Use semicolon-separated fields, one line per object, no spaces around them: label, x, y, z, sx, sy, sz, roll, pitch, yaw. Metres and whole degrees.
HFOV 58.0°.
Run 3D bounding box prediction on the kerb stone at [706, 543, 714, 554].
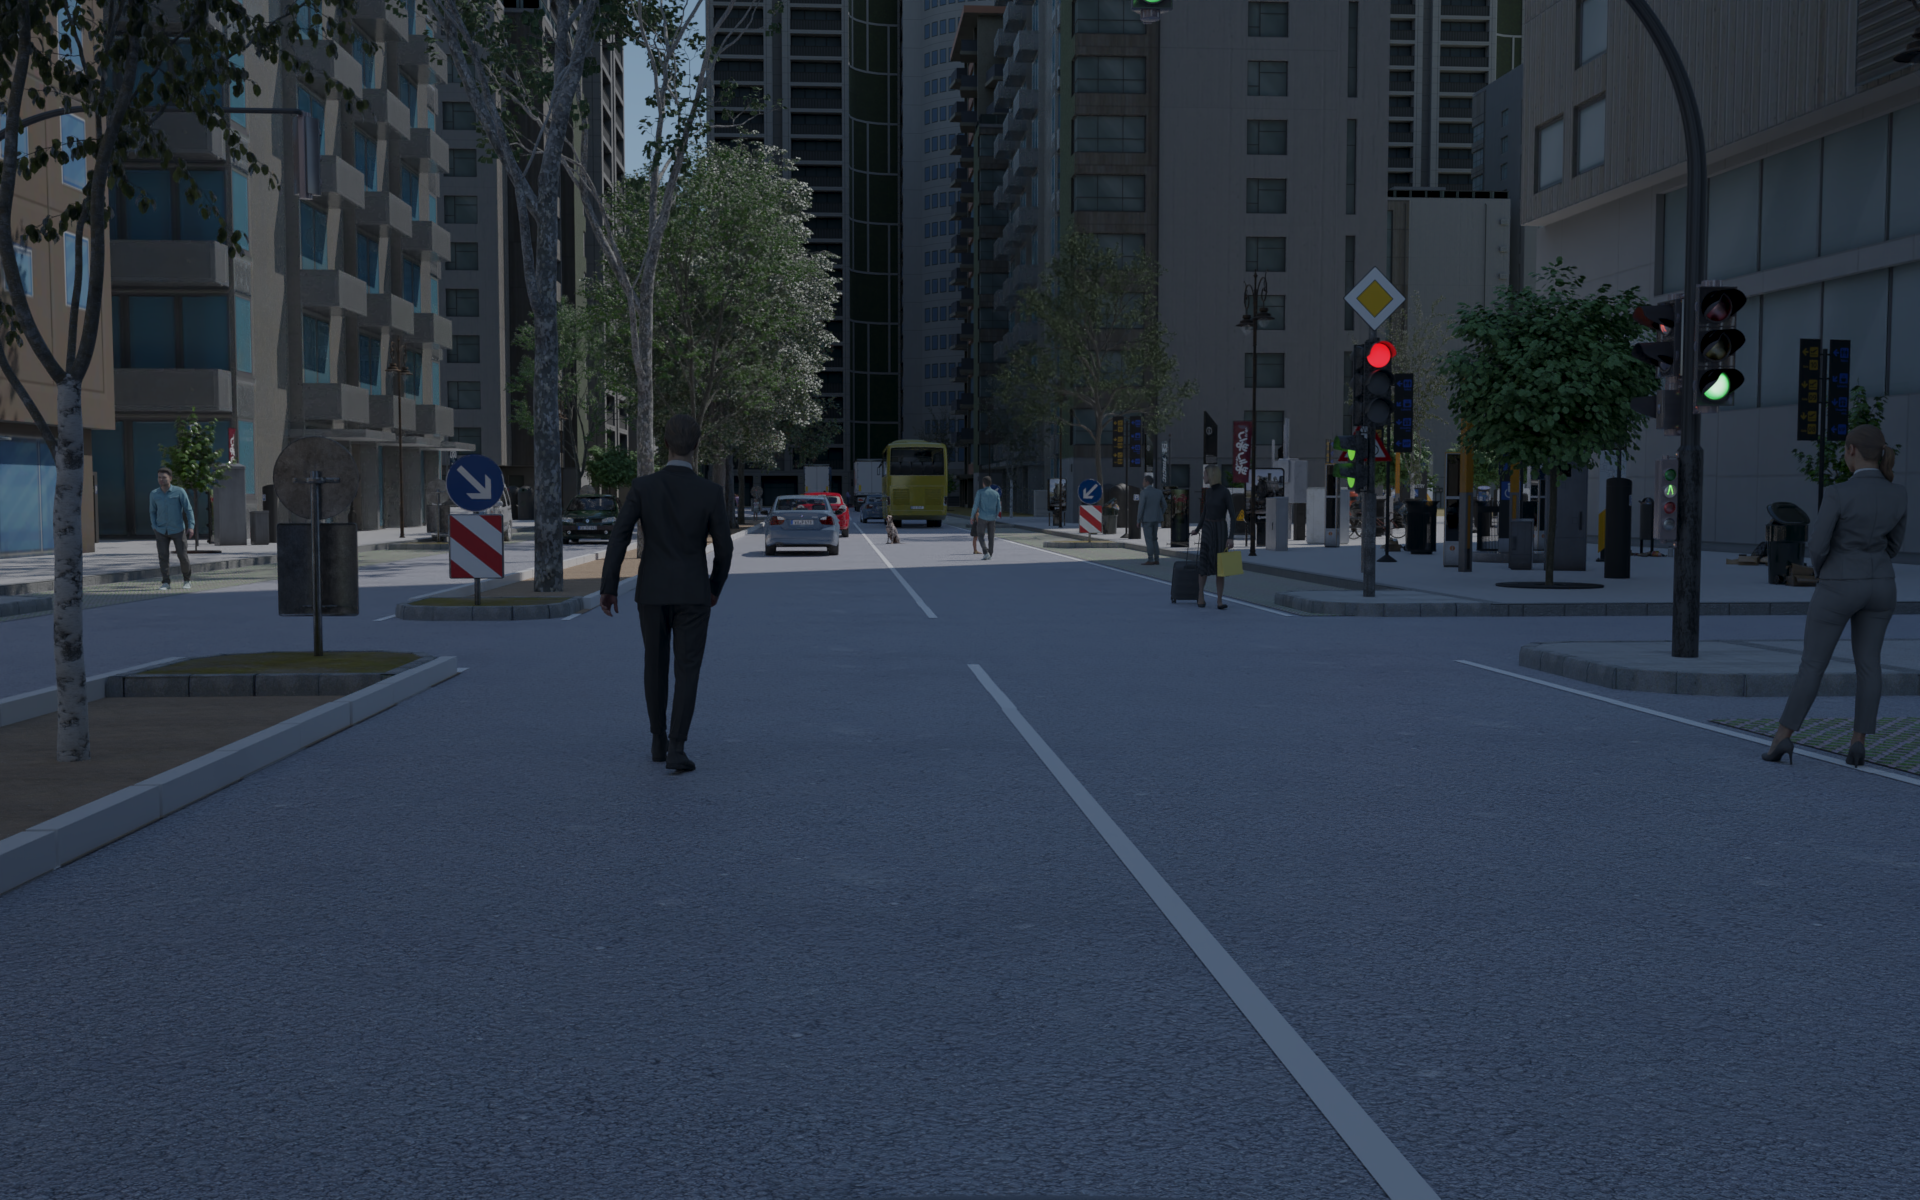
kerb stone;-6.275;-1.293;43.433;0.120;0.150;1.000;0;4;-4

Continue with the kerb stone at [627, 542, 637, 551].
kerb stone;-8.451;-1.348;44.293;0.120;0.150;1.000;0;4;-4

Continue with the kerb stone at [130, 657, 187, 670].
kerb stone;-6.104;0.555;13.125;0.120;0.150;1.000;0;4;-4

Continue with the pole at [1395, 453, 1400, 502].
pole;17.335;-4.575;68.638;0.158;3.312;0.155;0;3;0

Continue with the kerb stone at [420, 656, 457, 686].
kerb stone;-4.019;0.552;13.259;0.120;0.150;1.000;0;4;-4

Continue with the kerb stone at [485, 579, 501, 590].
kerb stone;-7.061;-0.226;25.894;0.120;0.150;1.000;0;4;-4

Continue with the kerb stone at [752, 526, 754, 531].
kerb stone;-7.884;-2.613;64.922;0.120;0.150;1.000;0;4;-4

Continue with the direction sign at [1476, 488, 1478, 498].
direction sign;24.556;-5.518;82.220;0.876;3.537;0.379;2;4;33

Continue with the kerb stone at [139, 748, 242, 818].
kerb stone;-3.622;0.859;8.149;0.120;0.150;1.000;0;4;-4

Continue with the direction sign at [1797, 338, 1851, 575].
direction sign;12.644;-2.044;25.409;0.876;3.537;0.379;-1;4;-16

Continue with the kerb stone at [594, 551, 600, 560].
kerb stone;-7.913;-0.914;37.146;0.120;0.150;1.000;0;4;-4

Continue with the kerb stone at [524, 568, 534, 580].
kerb stone;-7.302;-0.409;28.972;0.120;0.150;1.000;0;4;-4

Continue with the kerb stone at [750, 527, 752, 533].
kerb stone;-7.736;-2.484;62.876;0.120;0.150;1.000;0;4;-4

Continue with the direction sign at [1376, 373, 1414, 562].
direction sign;8.065;-2.484;32.618;0.876;3.537;0.379;1;4;19

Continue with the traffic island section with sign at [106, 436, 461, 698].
traffic island section with sign;-5.053;-0.305;13.116;2.006;1.907;1.989;0;4;-4

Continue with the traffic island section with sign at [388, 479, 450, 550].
traffic island section with sign;-13.652;-2.232;45.119;1.989;1.847;2.006;0;4;-4

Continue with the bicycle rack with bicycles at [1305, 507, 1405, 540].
bicycle rack with bicycles;11.064;-2.223;49.735;2.925;0.926;2.852;3;4;36

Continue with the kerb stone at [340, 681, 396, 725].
kerb stone;-3.855;0.672;11.211;0.120;0.150;1.000;0;4;-4

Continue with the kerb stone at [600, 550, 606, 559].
kerb stone;-7.986;-0.977;38.166;0.120;0.150;1.000;0;4;-4

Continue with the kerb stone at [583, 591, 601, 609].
kerb stone;-4.673;0.017;21.961;0.120;0.150;1.000;0;4;-4

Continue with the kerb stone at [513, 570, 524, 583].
kerb stone;-7.224;-0.351;27.936;0.120;0.150;1.000;0;4;-4

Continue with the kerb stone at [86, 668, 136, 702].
kerb stone;-6.038;0.617;12.103;0.120;0.150;1.000;0;4;-4

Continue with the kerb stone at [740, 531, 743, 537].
kerb stone;-7.277;-2.113;56.745;0.120;0.150;1.000;0;4;-4

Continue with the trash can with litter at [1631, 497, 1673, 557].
trash can with litter;14.242;-1.529;36.055;1.678;1.210;2.233;0;4;-2

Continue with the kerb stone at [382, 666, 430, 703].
kerb stone;-3.937;0.609;12.234;0.120;0.150;1.000;0;4;-4

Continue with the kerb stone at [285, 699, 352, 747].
kerb stone;-3.789;0.735;10.188;0.120;0.150;1.000;0;4;-4

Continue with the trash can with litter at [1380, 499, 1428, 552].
trash can with litter;9.959;-1.666;38.627;1.055;1.170;0.624;0;4;-7

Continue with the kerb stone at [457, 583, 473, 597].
kerb stone;-6.910;-0.101;23.855;0.120;0.150;1.000;0;4;-4

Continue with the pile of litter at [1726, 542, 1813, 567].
pile of litter;14.553;-1.050;31.138;1.176;0.858;1.719;0;4;-4

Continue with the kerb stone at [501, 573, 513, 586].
kerb stone;-7.140;-0.288;26.913;0.120;0.150;1.000;0;4;-4

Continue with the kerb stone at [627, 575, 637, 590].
kerb stone;-4.977;-0.236;26.056;0.120;0.150;1.000;0;4;-4

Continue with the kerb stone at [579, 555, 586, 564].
kerb stone;-7.757;-0.790;35.105;0.120;0.150;1.000;0;4;-4

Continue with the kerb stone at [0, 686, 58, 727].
kerb stone;-5.962;0.680;11.084;0.120;0.150;1.000;0;4;-4

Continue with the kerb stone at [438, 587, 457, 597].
kerb stone;-6.831;-0.039;22.825;0.120;0.150;1.000;0;4;-4

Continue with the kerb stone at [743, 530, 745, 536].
kerb stone;-7.350;-2.175;57.765;0.120;0.150;1.000;0;4;-4

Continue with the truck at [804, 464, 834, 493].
truck;-13.687;-10.915;167.371;2.839;4.237;11.283;0;4;-3

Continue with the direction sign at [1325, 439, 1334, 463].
direction sign;15.269;-4.871;71.637;0.379;3.537;0.876;2;4;31

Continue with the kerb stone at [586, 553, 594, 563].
kerb stone;-7.827;-0.850;36.127;0.120;0.150;1.000;0;4;-4

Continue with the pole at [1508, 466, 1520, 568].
pole;9.599;-2.208;29.942;0.158;3.312;0.155;0;3;0

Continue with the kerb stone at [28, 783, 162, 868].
kerb stone;-3.548;0.922;7.124;0.120;0.150;1.000;0;4;-4

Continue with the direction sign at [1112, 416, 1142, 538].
direction sign;4.852;-3.572;50.394;0.876;3.537;0.379;2;4;25

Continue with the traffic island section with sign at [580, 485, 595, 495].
traffic island section with sign;-15.768;-3.959;73.353;1.989;1.847;2.006;0;4;-4

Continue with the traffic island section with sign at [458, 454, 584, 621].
traffic island section with sign;-5.597;-0.756;20.503;2.006;1.907;1.989;0;4;-4

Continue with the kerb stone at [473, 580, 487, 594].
kerb stone;-6.989;-0.164;24.874;0.120;0.150;1.000;0;4;-4

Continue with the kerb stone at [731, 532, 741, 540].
kerb stone;-7.198;-2.051;55.726;0.120;0.150;1.000;0;4;-4

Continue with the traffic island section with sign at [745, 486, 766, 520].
traffic island section with sign;-11.229;-5.339;95.431;2.006;1.907;1.989;0;4;-4

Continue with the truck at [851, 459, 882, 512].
truck;-7.500;-9.450;143.413;2.839;4.237;11.283;0;4;-5

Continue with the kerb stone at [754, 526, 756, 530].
kerb stone;-7.959;-2.676;65.942;0.120;0.150;1.000;0;4;-4

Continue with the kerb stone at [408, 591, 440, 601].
kerb stone;-6.760;0.024;21.803;0.120;0.150;1.000;0;4;-4

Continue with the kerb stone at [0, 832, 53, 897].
kerb stone;-3.469;0.986;6.098;0.120;0.150;1.000;0;4;-4

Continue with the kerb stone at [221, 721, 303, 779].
kerb stone;-3.707;0.797;9.167;0.120;0.150;1.000;0;4;-4

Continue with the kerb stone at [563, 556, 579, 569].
kerb stone;-7.681;-0.727;34.080;0.120;0.150;1.000;0;4;-4

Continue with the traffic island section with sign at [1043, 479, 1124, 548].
traffic island section with sign;3.272;-2.313;46.441;1.989;1.847;2.006;0;4;-4

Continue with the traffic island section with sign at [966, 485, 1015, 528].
traffic island section with sign;1.261;-3.957;73.321;1.989;1.847;2.006;0;4;-4

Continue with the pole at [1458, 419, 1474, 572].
pole;8.326;-2.117;28.452;0.158;3.312;0.155;0;3;0

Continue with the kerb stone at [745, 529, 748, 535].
kerb stone;-7.499;-2.299;59.805;0.120;0.150;1.000;0;4;-4

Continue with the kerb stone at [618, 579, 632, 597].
kerb stone;-4.895;-0.174;25.035;0.120;0.150;1.000;0;4;-4
